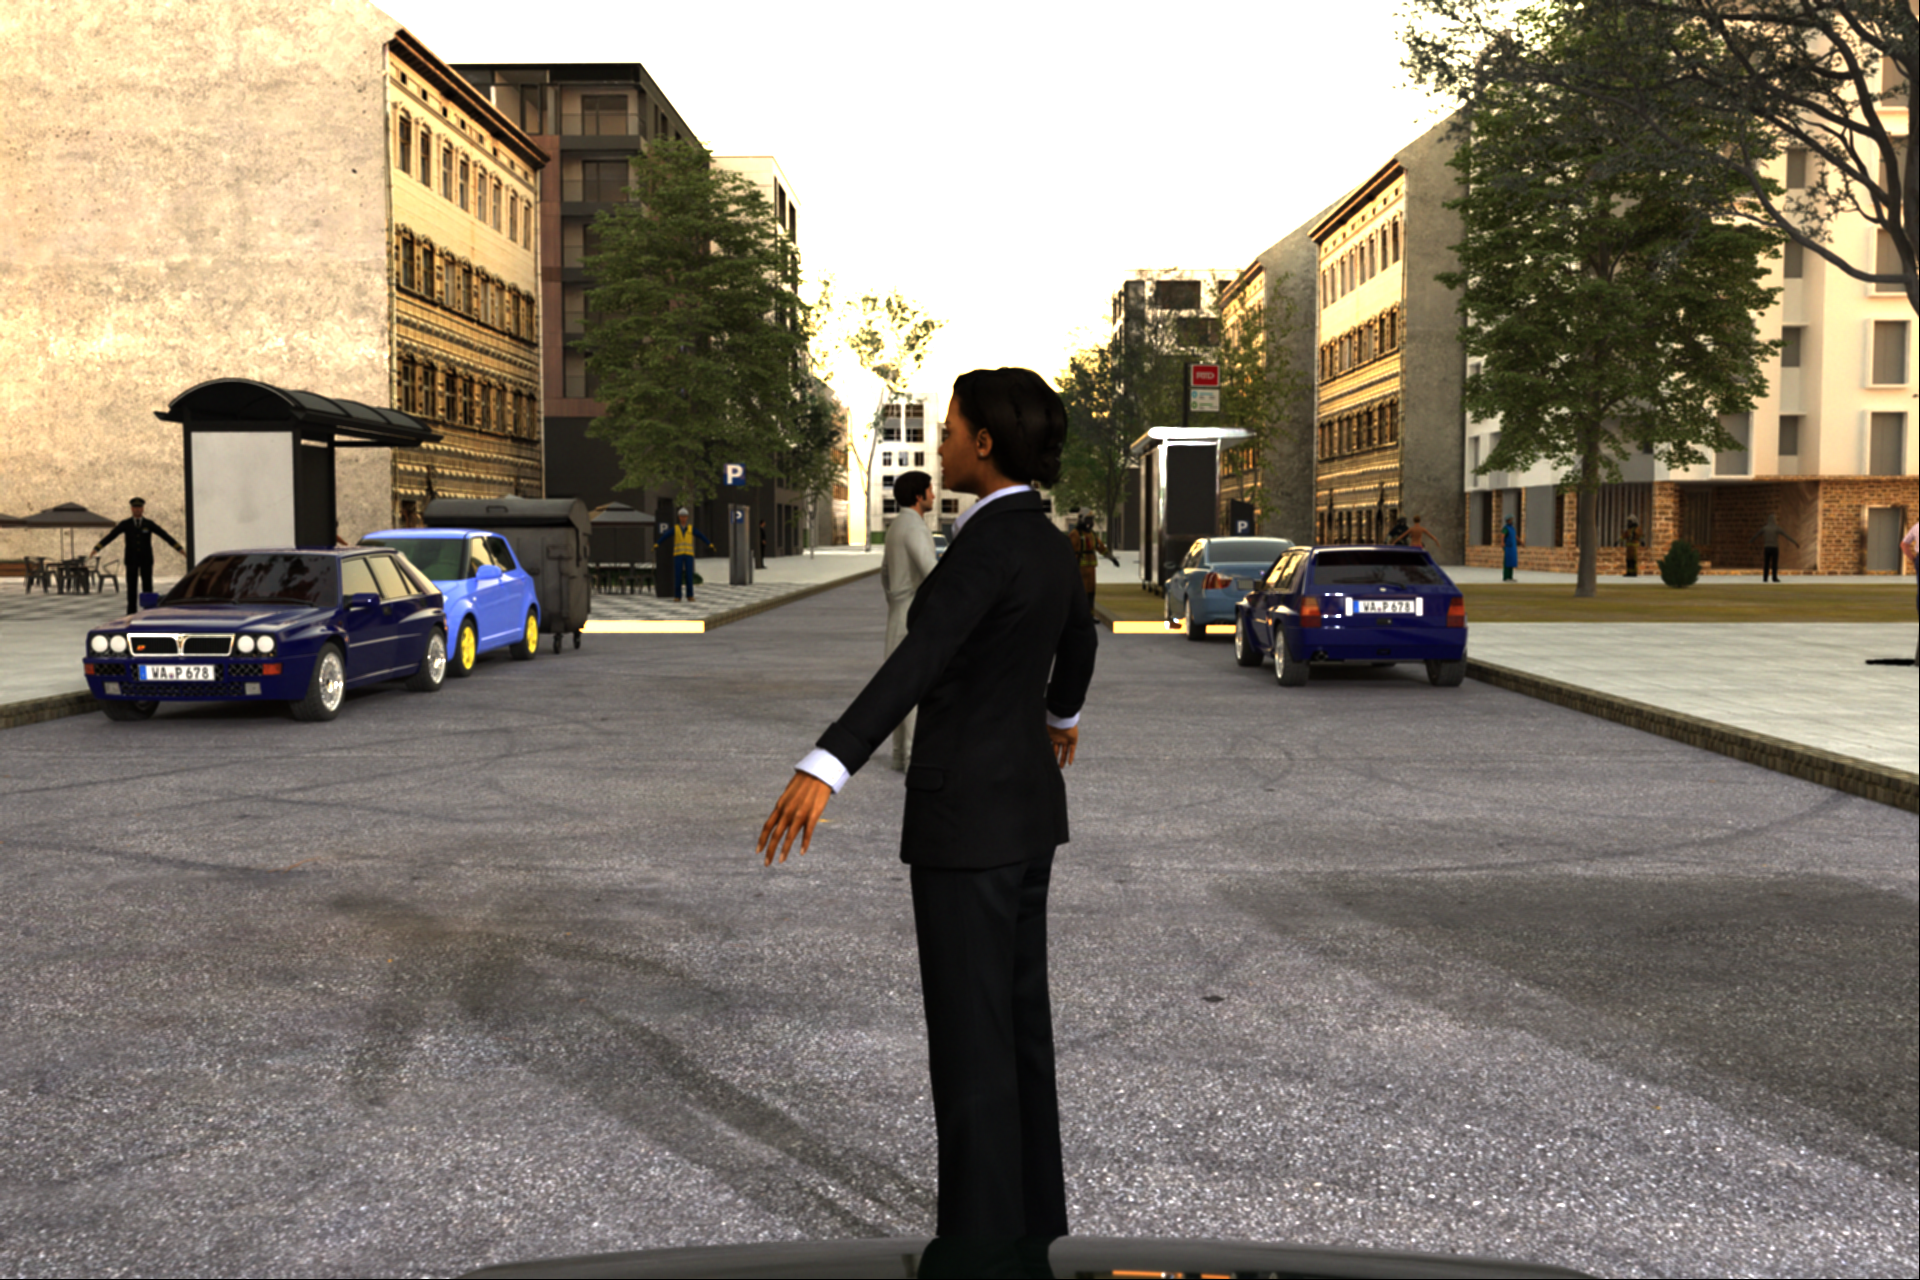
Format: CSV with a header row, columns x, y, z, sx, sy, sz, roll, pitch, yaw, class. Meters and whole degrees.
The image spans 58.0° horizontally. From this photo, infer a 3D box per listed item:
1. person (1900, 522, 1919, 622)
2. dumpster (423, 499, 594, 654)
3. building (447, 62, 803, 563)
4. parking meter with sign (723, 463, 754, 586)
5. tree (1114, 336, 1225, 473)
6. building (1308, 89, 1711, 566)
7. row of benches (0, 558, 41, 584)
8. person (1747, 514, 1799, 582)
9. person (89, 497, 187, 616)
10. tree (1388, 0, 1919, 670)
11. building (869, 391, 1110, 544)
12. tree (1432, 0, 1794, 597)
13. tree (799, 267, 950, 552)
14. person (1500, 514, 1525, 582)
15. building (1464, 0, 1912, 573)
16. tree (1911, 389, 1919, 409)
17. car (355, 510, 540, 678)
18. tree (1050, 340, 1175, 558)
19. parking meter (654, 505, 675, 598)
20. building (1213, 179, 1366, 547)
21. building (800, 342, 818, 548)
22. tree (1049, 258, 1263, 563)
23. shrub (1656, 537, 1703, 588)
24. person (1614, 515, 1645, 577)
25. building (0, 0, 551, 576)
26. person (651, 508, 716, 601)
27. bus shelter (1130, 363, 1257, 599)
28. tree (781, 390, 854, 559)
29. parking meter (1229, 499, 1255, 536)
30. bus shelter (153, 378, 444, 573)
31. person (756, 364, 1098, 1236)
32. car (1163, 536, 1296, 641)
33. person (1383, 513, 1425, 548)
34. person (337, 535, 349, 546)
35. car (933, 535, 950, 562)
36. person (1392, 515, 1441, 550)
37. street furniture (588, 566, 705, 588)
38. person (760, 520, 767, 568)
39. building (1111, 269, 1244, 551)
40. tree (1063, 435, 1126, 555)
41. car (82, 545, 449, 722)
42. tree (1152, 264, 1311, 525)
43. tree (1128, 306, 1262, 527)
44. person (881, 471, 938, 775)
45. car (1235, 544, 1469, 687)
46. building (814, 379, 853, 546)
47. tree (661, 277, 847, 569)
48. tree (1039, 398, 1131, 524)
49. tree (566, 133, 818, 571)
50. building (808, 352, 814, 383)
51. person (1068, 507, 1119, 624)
x,y,z,sx,sy,sz,roll,pitch,yaw,class
12.816,-0.968,22.807,0.436,1.711,0.756,-1,4,-16,person
-5.502,-0.790,21.125,1.865,1.857,1.264,0,4,2,dumpster
-24.035,-15.163,91.887,27.936,21.610,32.646,0,4,1,building
-5.522,-2.891,43.521,0.543,3.016,1.738,0,4,1,parking meter with sign
7.434,-6.982,64.522,4.360,8.622,3.978,0,3,0,tree
27.117,-15.121,78.160,19.493,23.208,18.063,0,4,1,building
-25.655,-1.763,44.284,4.104,0.672,1.422,-1,4,-11,row of benches
21.774,-2.466,46.450,1.348,1.813,0.705,3,5,44,person
-12.536,-1.254,26.441,1.347,1.837,0.705,-2,4,-25,person
9.504,-6.494,16.541,12.009,13.543,11.850,0,3,0,tree
4.611,-21.558,221.388,31.486,18.905,16.747,0,4,0,building
13.143,-7.160,35.197,7.486,12.596,7.792,0,3,0,tree
-7.384,-16.371,123.555,12.611,20.169,13.585,0,3,0,tree
14.751,-2.463,46.399,0.704,1.817,1.347,3,5,41,person
24.932,-12.838,66.327,16.016,20.090,11.380,0,4,1,building
28.288,-6.686,43.731,7.601,10.594,8.767,-1,4,-19,tree
-5.714,-0.540,18.419,1.945,1.707,3.694,0,4,1,car
8.049,-10.122,91.257,9.928,11.665,9.643,0,3,0,tree
-5.952,-1.784,34.885,0.399,1.863,0.255,0,4,1,parking meter
26.030,-16.679,103.635,19.493,23.208,18.063,0,4,1,building
-22.372,-17.314,149.546,16.747,18.905,31.486,0,4,1,building
8.429,-10.205,77.217,12.009,13.543,11.850,0,3,0,tree
17.048,-1.829,41.026,1.383,1.207,1.383,0,3,0,shrub
20.169,-2.830,52.044,0.705,1.858,1.354,-1,4,-16,person
-26.195,-14.053,60.690,19.493,23.208,18.063,0,4,0,building
-5.256,-1.621,32.965,1.216,1.772,0.721,-1,4,-11,person
4.951,-3.713,38.339,2.179,5.291,8.768,0,4,2,bus shelter
-7.567,-8.488,89.137,4.737,8.622,4.395,0,3,0,tree
4.652,-1.398,28.570,0.399,1.863,0.255,0,4,2,parking meter
-9.391,-1.917,25.273,2.014,3.302,5.546,0,4,1,bus shelter
-0.012,0.362,3.254,0.721,1.740,1.216,2,4,25,person
3.944,-0.769,24.580,2.014,1.417,4.499,0,4,1,car
12.329,-2.599,48.279,1.354,1.856,0.705,-1,4,-21,person
-10.628,-1.374,28.602,1.345,1.843,0.704,1,4,12,person
-1.225,-3.520,69.554,2.014,1.417,4.499,0,4,1,car
10.953,-2.131,41.646,1.217,1.733,0.721,0,4,2,person
-11.027,-1.809,45.207,5.734,0.657,10.072,-2,4,-32,street furniture
-7.376,-3.577,64.669,0.705,1.806,1.347,0,4,-6,person
26.835,-18.711,149.903,27.936,21.610,32.646,0,4,1,building
8.694,-9.655,108.214,4.737,8.622,4.395,0,3,0,tree
-5.633,-0.116,14.473,1.945,1.354,3.894,0,4,1,car
7.545,-5.877,46.456,4.737,8.622,4.395,0,3,0,tree
7.146,-6.489,56.457,4.360,8.622,3.978,0,3,0,tree
-0.248,-0.107,10.399,0.705,1.806,1.347,-1,4,-20,person
3.868,-0.308,17.617,1.945,1.354,3.894,0,4,0,car
-22.490,-22.104,192.329,19.493,23.208,18.063,0,4,2,building
-7.668,-7.865,63.007,7.601,10.594,8.767,-3,5,-41,tree
8.709,-12.862,128.423,7.486,12.596,7.792,0,3,0,tree
-7.689,-8.068,50.032,7.486,12.596,7.792,0,3,0,tree
-20.452,-19.131,169.205,16.016,20.090,11.380,0,4,1,building
2.008,-1.181,27.528,1.354,1.858,0.705,-3,5,-43,person
